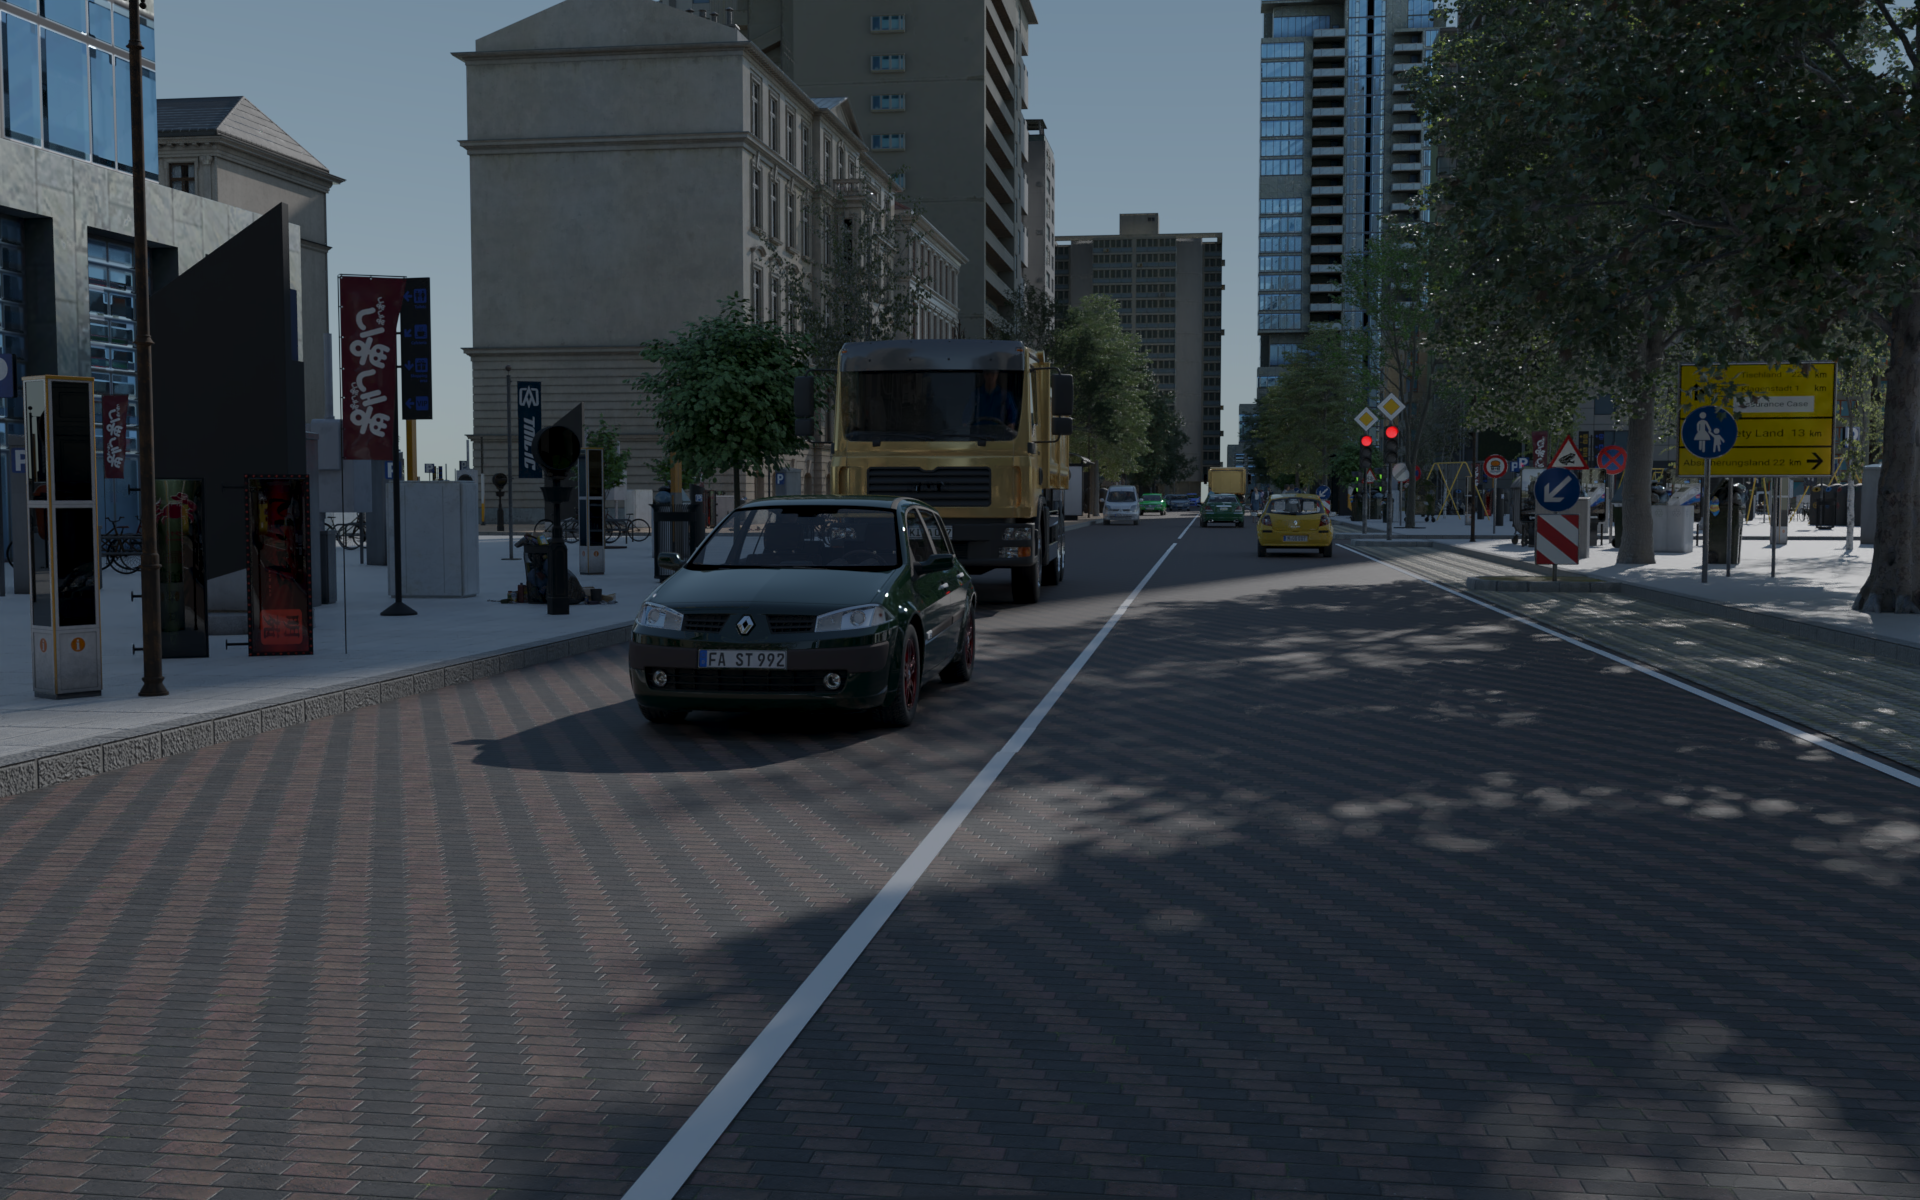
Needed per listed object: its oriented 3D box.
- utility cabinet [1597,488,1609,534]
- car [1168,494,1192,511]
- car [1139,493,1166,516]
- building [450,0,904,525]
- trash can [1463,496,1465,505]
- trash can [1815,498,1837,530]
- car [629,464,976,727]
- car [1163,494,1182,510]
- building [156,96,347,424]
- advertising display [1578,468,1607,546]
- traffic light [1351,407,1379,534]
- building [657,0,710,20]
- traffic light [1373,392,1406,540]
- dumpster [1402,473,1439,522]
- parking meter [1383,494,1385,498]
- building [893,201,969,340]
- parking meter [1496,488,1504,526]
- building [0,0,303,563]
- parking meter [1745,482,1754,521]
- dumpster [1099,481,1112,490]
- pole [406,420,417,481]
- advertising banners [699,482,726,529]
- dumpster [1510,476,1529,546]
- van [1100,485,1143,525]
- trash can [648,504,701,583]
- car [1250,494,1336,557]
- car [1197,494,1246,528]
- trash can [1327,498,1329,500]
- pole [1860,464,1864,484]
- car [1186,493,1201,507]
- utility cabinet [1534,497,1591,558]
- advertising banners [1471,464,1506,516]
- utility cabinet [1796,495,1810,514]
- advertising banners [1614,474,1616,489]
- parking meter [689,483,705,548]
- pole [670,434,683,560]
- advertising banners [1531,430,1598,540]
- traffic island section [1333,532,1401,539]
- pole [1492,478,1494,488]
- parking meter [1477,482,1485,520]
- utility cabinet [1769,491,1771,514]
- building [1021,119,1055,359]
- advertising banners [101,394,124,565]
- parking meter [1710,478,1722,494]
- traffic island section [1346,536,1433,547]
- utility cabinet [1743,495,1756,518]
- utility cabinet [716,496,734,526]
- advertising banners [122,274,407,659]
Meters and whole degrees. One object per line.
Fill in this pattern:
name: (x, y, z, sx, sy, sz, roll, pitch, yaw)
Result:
utility cabinet: (20.098, -2.849, 55.260, 1.173, 1.500, 0.318, -1, 4, -14)
car: (18.802, -8.335, 148.274, 2.014, 1.417, 4.499, 0, 4, 7)
car: (12.918, -6.593, 116.590, 1.959, 1.807, 4.718, 1, 4, 9)
building: (-11.443, -16.463, 88.255, 14.460, 24.649, 34.723, 1, 4, 8)
trash can: (33.436, -6.249, 113.828, 0.748, 1.137, 0.748, 0, 3, 0)
trash can: (31.277, -3.116, 62.594, 0.748, 1.137, 0.748, 0, 3, 0)
car: (-0.952, -0.135, 12.001, 2.009, 1.686, 4.222, 1, 4, 8)
car: (19.174, -8.877, 156.937, 2.131, 1.459, 4.920, 1, 4, 9)
building: (-39.590, -13.129, 79.281, 19.286, 19.102, 10.561, 1, 4, 8)
advertising display: (15.589, -2.296, 42.755, 0.974, 1.923, 0.123, -2, 4, -33)
traffic light: (13.060, -4.095, 55.875, 0.839, 4.253, 0.868, 1, 4, 8)
building: (-18.242, -39.675, 190.693, 28.212, 58.520, 21.231, 1, 4, 8)
traffic light: (11.897, -3.612, 47.975, 0.839, 4.253, 0.868, 1, 4, 8)
dumpster: (20.968, -4.680, 79.005, 1.502, 2.255, 1.985, 1, 4, 8)
parking meter: (23.654, -5.516, 95.900, 0.399, 1.863, 0.255, -1, 4, -22)
building: (-6.598, -17.103, 115.792, 11.583, 22.565, 21.152, 1, 4, 8)
parking meter: (21.603, -3.731, 69.420, 0.372, 1.533, 0.369, 0, 3, 0)
building: (-32.787, -43.910, 30.595, 31.000, 86.520, 22.319, 1, 4, 8)
parking meter: (38.008, -4.750, 83.372, 0.255, 1.863, 0.399, 0, 4, 1)
dumpster: (10.357, -7.403, 123.527, 1.502, 2.255, 1.985, 1, 4, 8)
pole: (-11.353, -2.571, 35.886, 0.158, 3.312, 0.155, 0, 3, 0)
advertising banners: (-9.952, -4.464, 69.181, 0.090, 3.025, 2.074, -3, 5, -39)
dumpster: (14.537, -2.296, 43.296, 1.264, 1.857, 1.865, 1, 4, 8)
van: (7.566, -4.526, 81.017, 2.013, 2.044, 4.112, 0, 4, 7)
trash can: (-4.136, -0.824, 25.129, 0.748, 1.137, 0.748, 0, 3, 0)
car: (7.852, -1.868, 40.760, 2.015, 1.641, 3.980, 1, 4, 10)
car: (11.437, -3.908, 75.693, 2.131, 1.459, 4.920, 0, 4, 6)
trash can: (26.370, -6.948, 125.252, 0.748, 1.137, 0.748, 0, 3, 0)
pole: (56.551, -7.023, 108.674, 0.158, 3.312, 0.155, 0, 3, 0)
car: (25.269, -10.967, 188.897, 1.945, 1.707, 3.694, 0, 4, 7)
utility cabinet: (12.130, -1.451, 34.891, 1.020, 1.237, 0.306, 2, 4, 32)
advertising banners: (30.298, -6.307, 99.309, 2.074, 3.025, 0.090, 0, 4, -3)
utility cabinet: (55.287, -6.264, 113.576, 1.020, 1.237, 0.306, -2, 4, -27)
advertising banners: (39.331, -6.504, 102.523, 0.090, 3.025, 2.074, -3, 5, -45)
parking meter: (-6.306, -2.030, 41.605, 0.372, 1.533, 0.369, 0, 3, 0)
pole: (-5.292, -2.351, 32.282, 0.158, 3.312, 0.155, 0, 3, 0)
advertising banners: (16.468, -3.122, 47.240, 0.090, 3.025, 2.074, -3, 4, -38)
traffic island section: (13.098, -2.061, 55.983, 2.009, 0.180, 2.903, 1, 4, 8)
pole: (35.616, -7.446, 115.586, 0.158, 3.312, 0.155, 0, 3, 0)
parking meter: (26.246, -4.987, 87.250, 0.255, 1.863, 0.399, 3, 4, 37)
utility cabinet: (50.668, -6.043, 107.480, 0.318, 1.500, 1.173, 0, 4, -5)
building: (3.211, -31.080, 191.747, 14.086, 41.232, 14.154, 1, 4, 8)
advertising banners: (-15.565, -2.101, 30.547, 2.074, 3.025, 0.090, 1, 4, 9)
parking meter: (19.492, -2.384, 44.682, 0.255, 1.863, 0.399, 3, 5, 44)
traffic island section: (11.936, -1.578, 48.083, 2.009, 0.180, 2.903, 1, 4, 8)
utility cabinet: (42.482, -5.047, 93.681, 1.020, 1.237, 0.306, 0, 4, -6)
utility cabinet: (-9.038, -3.371, 66.274, 1.020, 1.237, 0.306, 0, 4, 5)
advertising banners: (-5.419, -1.068, 13.655, 2.074, 3.025, 0.090, -1, 4, -18)
